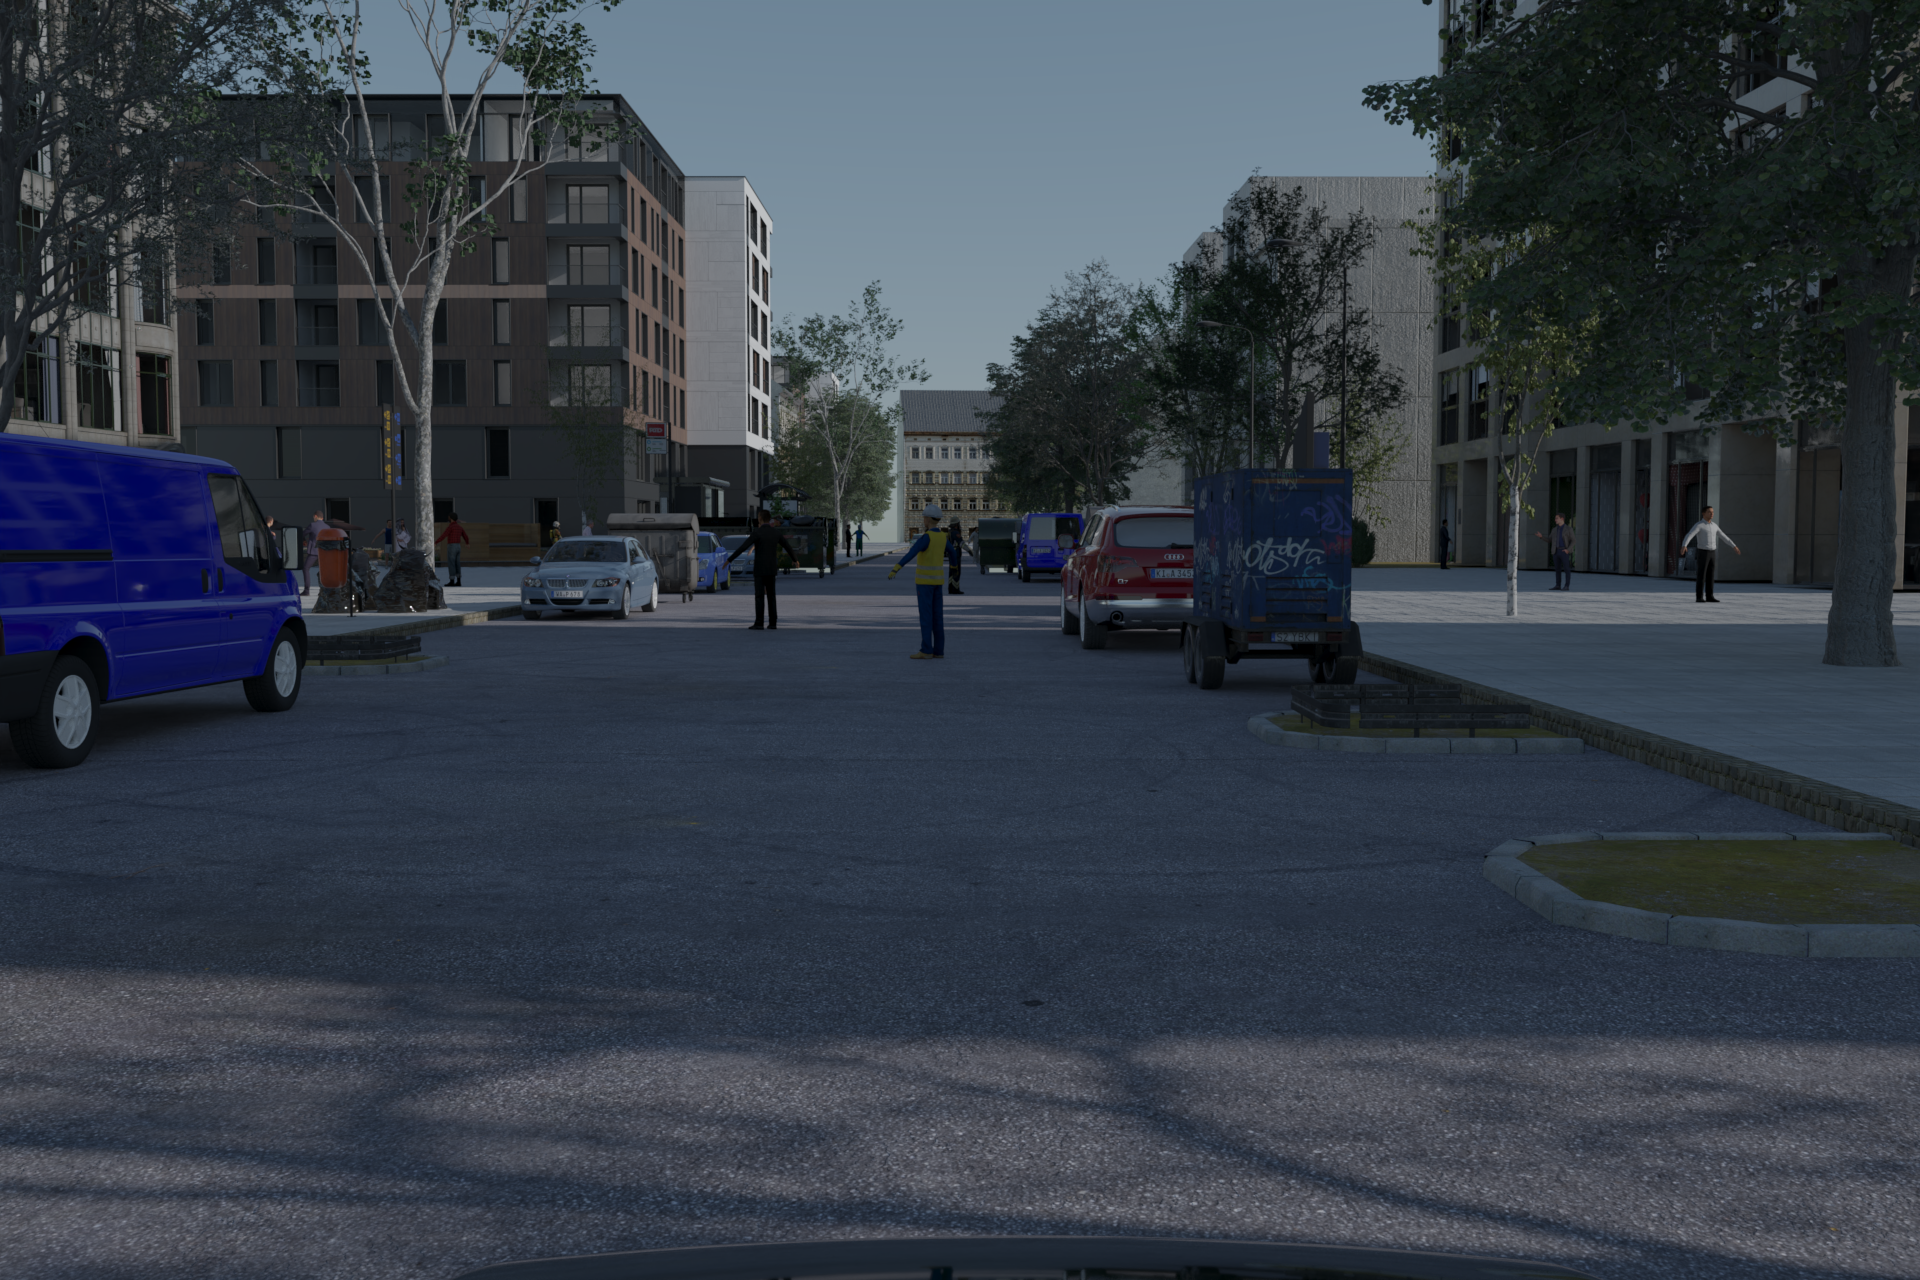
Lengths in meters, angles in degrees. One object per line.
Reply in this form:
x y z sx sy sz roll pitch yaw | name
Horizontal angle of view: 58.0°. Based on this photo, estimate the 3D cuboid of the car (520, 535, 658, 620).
-6.456 -1.135 30.567 2.014 1.417 4.499 0 4 0 | car

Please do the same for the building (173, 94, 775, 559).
-26.183 -15.480 97.066 27.936 21.610 32.646 0 4 0 | building

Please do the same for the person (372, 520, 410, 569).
-20.731 -3.476 62.996 1.345 1.807 0.704 -2 4 -32 | person

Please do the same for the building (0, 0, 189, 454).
-32.971 -13.780 41.959 14.369 24.946 33.146 0 4 1 | building

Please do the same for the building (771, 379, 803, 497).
-27.788 -21.869 188.482 19.493 23.208 18.063 0 4 1 | building

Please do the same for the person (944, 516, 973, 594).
-0.101 -2.019 41.240 0.705 1.856 1.354 -2 4 -28 | person

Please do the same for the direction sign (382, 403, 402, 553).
-9.970 -2.352 30.460 0.379 3.537 0.876 0 4 0 | direction sign

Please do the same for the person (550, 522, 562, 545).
-18.687 -4.557 80.274 0.705 1.858 1.354 -2 4 -34 | person

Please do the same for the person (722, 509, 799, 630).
-2.945 -1.061 26.022 1.346 1.802 0.704 -3 5 -39 | person

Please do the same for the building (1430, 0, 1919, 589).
29.068 -15.313 53.563 19.350 26.588 34.151 0 4 0 | building

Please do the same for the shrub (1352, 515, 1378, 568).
15.165 -3.786 66.328 1.690 2.028 1.600 0 3 0 | shrub

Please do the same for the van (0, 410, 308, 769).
-6.363 -0.480 12.234 2.240 2.365 5.245 0 4 -1 | van

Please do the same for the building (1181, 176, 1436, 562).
22.613 -13.944 94.443 16.747 18.905 31.486 0 4 -1 | building

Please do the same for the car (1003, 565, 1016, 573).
2.583 -3.459 65.343 1.959 1.807 4.718 0 4 -1 | car

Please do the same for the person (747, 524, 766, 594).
-4.736 -1.940 40.980 0.721 1.733 1.217 1 4 17 | person

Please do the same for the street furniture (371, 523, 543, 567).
-20.867 -3.942 71.305 11.010 1.723 9.812 -2 4 -28 | street furniture

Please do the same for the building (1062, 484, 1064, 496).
21.675 -24.209 226.744 19.493 23.208 18.063 0 4 0 | building

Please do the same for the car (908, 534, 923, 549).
-2.788 -7.088 127.681 2.131 1.459 4.920 0 4 0 | car

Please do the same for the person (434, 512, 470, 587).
-12.389 -2.214 42.301 0.704 1.816 1.345 2 4 24 | person

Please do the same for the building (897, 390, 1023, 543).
-0.066 -26.261 262.757 18.063 23.208 19.493 0 4 -5 | building

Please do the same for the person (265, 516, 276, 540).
-16.312 -2.071 40.830 0.530 1.710 0.541 -1 4 -18 | person

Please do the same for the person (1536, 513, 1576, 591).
13.512 -2.003 39.324 0.750 1.759 0.617 -1 4 -18 | person

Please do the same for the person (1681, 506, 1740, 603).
14.003 -1.608 32.441 1.344 1.810 0.704 -1 4 -19 | person

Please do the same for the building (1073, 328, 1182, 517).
22.188 -22.160 193.242 19.493 23.208 18.063 0 4 0 | building

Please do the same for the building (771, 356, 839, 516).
-29.870 -22.672 214.664 27.936 21.610 32.646 0 4 0 | building

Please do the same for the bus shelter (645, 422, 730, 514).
-10.220 -5.335 64.864 2.179 5.291 8.768 0 4 -1 | bus shelter

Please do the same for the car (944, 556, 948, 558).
-0.879 -4.982 93.815 2.083 1.381 4.827 0 4 -1 | car

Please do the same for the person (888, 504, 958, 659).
-0.397 -0.675 19.963 0.721 1.772 1.216 3 4 37 | person

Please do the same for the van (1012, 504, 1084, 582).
2.758 -2.967 52.895 2.240 2.365 5.245 0 4 -2 | van

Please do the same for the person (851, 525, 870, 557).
-5.751 -5.657 98.619 1.347 1.817 0.704 -2 4 -24 | person

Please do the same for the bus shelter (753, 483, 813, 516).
-7.272 -4.755 71.661 2.014 3.302 5.546 0 4 -1 | bus shelter

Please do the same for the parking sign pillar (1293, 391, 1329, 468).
6.750 -2.752 33.464 1.447 3.967 1.447 0 4 0 | parking sign pillar

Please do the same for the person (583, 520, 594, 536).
-11.140 -2.765 52.184 0.436 1.711 0.756 -1 4 -16 | person

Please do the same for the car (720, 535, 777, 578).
-6.501 -2.436 51.826 2.014 1.417 4.499 0 3 0 | car

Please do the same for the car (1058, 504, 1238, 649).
2.490 -0.881 23.079 2.281 1.827 5.304 0 4 -1 | car

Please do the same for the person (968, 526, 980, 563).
0.818 -4.663 84.884 0.705 1.806 1.347 3 5 43 | person

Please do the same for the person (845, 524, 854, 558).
-6.071 -5.438 94.843 0.705 1.837 1.347 -1 4 -15 | person

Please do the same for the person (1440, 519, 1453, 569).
17.614 -3.475 62.859 0.704 1.823 1.345 0 4 2 | person

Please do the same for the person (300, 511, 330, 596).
-13.458 -1.805 36.000 0.568 1.767 0.683 3 4 37 | person

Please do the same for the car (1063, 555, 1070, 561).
2.934 -1.357 31.982 2.009 1.686 4.222 0 4 0 | car

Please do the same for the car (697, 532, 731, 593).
-6.757 -2.055 43.186 1.945 1.707 3.694 0 3 0 | car

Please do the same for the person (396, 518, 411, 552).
-15.941 -2.611 49.403 0.621 1.740 0.551 1 4 12 | person
